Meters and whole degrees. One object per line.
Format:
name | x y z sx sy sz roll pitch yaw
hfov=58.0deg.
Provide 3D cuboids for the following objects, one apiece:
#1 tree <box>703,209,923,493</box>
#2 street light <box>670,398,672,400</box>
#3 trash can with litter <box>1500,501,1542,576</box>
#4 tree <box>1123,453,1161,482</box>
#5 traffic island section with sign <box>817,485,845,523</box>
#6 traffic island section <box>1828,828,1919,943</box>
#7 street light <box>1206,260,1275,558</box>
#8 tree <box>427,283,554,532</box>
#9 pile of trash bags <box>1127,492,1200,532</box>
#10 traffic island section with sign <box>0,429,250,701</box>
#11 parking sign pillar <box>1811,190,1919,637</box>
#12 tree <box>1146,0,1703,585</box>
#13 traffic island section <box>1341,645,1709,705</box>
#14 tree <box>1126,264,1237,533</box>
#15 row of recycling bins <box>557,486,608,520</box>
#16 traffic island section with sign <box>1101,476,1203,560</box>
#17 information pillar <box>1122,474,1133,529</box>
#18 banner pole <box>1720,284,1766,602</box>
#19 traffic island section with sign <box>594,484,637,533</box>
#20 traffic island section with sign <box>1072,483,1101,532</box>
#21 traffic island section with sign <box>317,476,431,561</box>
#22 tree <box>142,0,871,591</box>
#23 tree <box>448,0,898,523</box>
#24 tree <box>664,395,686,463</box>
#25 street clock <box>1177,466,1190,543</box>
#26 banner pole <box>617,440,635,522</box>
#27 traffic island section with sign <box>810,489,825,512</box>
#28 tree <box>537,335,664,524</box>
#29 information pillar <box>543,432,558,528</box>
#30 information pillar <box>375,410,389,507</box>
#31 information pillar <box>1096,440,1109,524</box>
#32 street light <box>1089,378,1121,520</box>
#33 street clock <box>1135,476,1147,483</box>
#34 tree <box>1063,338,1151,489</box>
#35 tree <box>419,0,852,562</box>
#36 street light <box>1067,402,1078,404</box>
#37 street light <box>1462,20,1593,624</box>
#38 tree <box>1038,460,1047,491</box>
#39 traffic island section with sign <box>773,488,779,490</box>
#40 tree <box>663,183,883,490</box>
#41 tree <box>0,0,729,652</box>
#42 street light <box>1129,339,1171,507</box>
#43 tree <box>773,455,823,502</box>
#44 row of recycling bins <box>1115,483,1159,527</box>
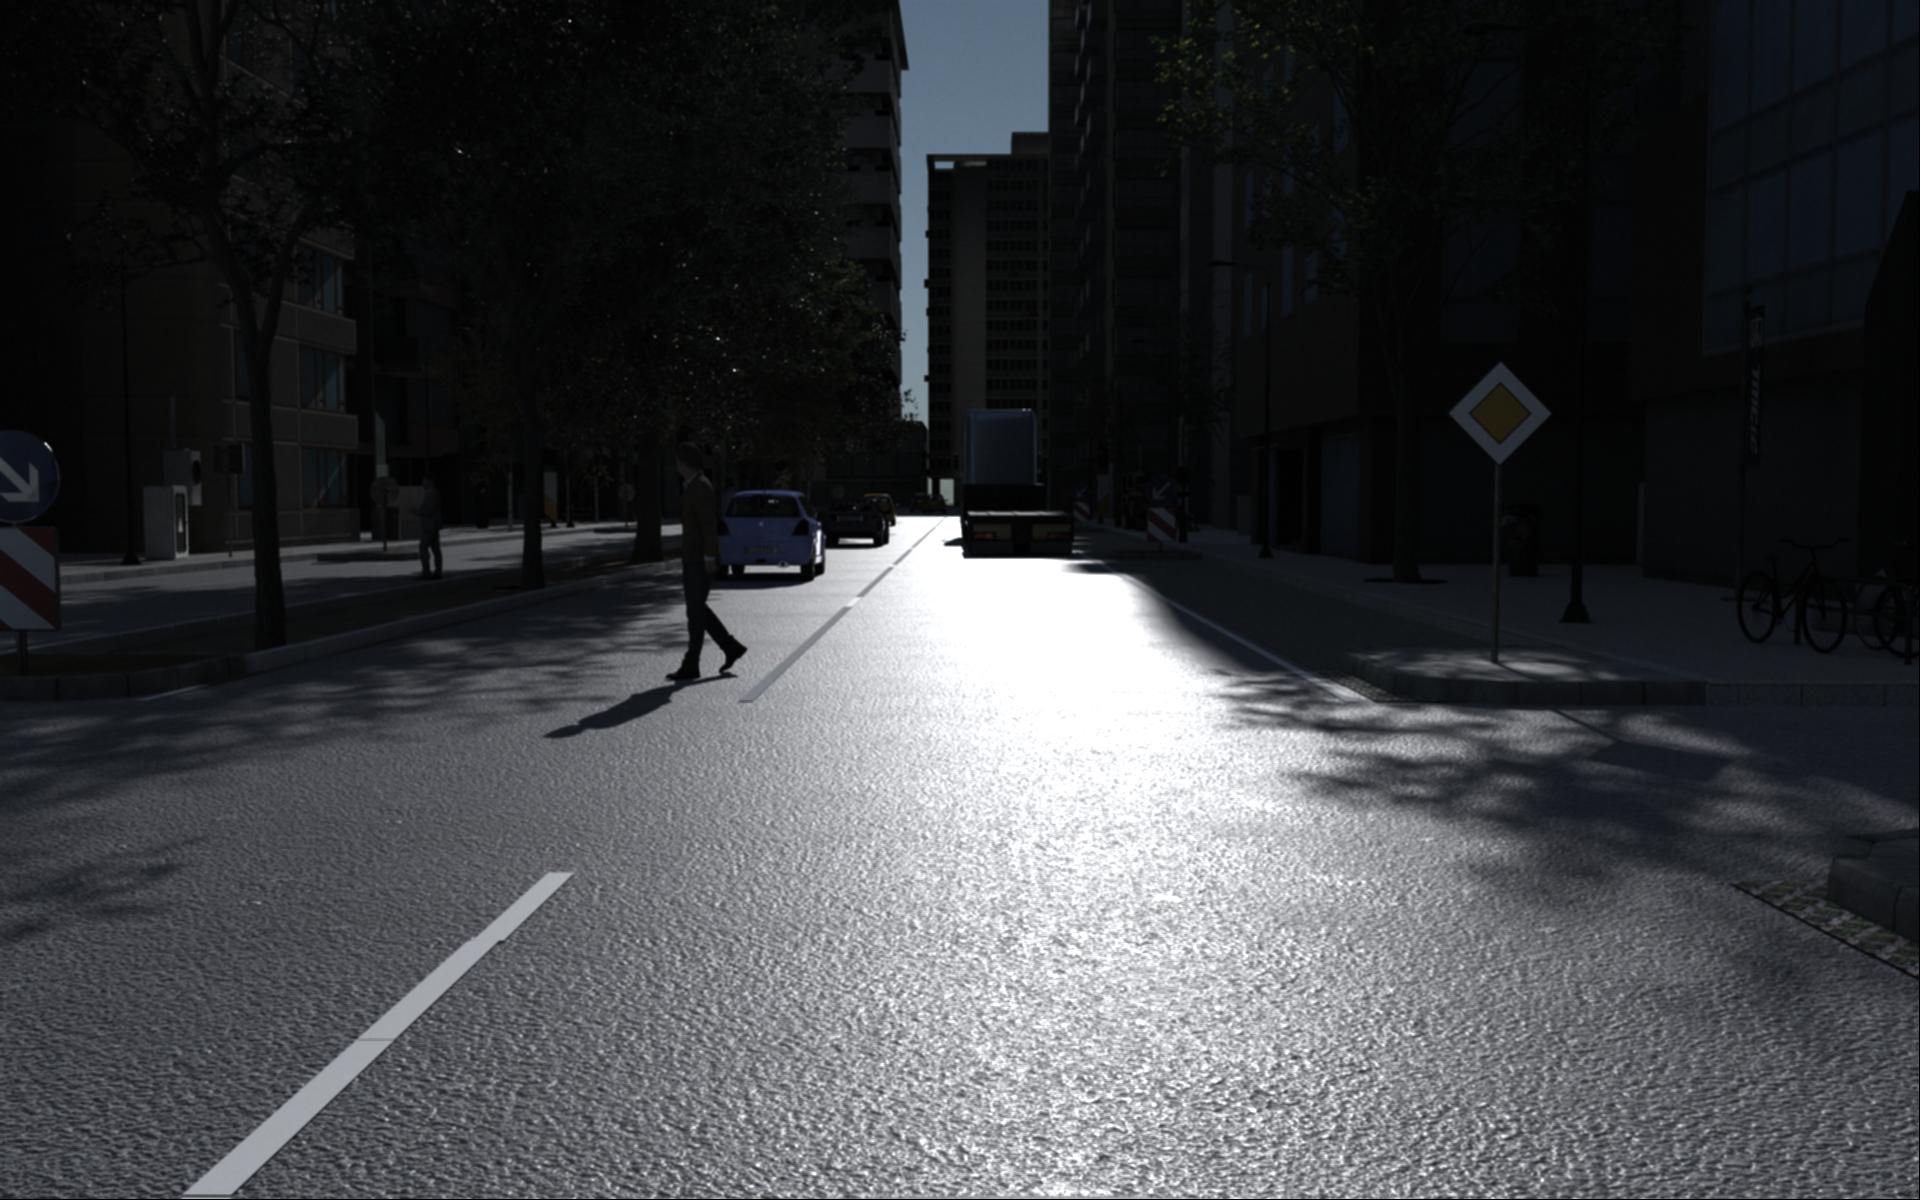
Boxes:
tree | -6.321 -8.992 66.485 9.611 12.733 9.660 0 3 0
street light | -14.159 -6.787 83.503 1.470 5.913 1.316 0 4 0
trash can with litter | 8.827 -0.968 27.221 0.624 1.170 1.055 1 4 21
tree | 7.854 -4.893 74.596 1.663 3.219 1.824 0 3 0
traffic island section with sign | -6.241 -4.888 88.053 2.006 1.907 1.989 0 4 0
traffic island section | 4.037 1.044 5.204 2.009 0.180 2.903 0 4 0
street light | 5.591 -3.794 34.566 1.470 5.913 1.316 0 4 0
tree | -15.426 -6.607 58.390 4.737 8.622 4.395 0 3 0
pile of trash bags | 6.777 -3.069 59.931 1.912 1.369 3.447 -2 4 -25
traffic island section with sign | -6.697 -0.292 12.916 2.006 1.907 1.989 0 4 0
parking sign pillar | 8.756 -1.688 16.068 1.447 3.967 1.447 1 4 14
tree | 6.306 -6.059 24.823 9.928 11.665 9.643 0 3 0
traffic island section | 4.087 0.556 13.189 2.009 0.180 2.903 0 4 0
tree | 7.577 -6.468 56.110 4.360 8.622 3.978 0 3 0
row of recycling bins | -18.820 -4.829 86.060 3.534 1.692 1.069 3 4 37
traffic island section with sign | 4.255 -1.813 38.269 1.989 1.847 2.006 0 4 0
information pillar | 6.196 -3.643 64.055 0.304 2.012 0.304 -2 4 -35
banner pole | 9.348 -1.865 20.516 0.401 3.779 0.863 0 4 6
traffic island section with sign | -12.560 -3.448 64.995 1.989 1.847 2.006 0 4 0
traffic island section with sign | 4.417 -3.461 65.223 1.989 1.847 2.006 0 4 0
traffic island section with sign | -12.731 -1.790 37.902 1.989 1.847 2.006 0 4 0
tree | -6.357 -6.884 25.374 12.009 13.543 11.850 0 3 0
tree | -7.762 -11.569 47.505 12.611 20.169 13.585 0 3 0
tree | -15.733 -8.371 87.226 4.360 8.622 3.978 0 3 0
street clock | 5.870 -2.504 45.505 0.358 2.002 0.471 1 4 23
banner pole | -15.500 -5.520 80.267 0.863 3.779 0.401 0 4 -3
traffic island section with sign | -12.072 -8.175 142.295 1.989 1.847 2.006 0 4 0
tree | -16.012 -7.636 75.211 4.360 8.622 3.978 0 3 0
information pillar | -15.428 -4.522 65.289 0.504 3.616 0.183 -1 4 -14
information pillar | -16.118 -3.484 48.311 0.504 3.616 0.183 3 5 39
information pillar | 6.133 -5.084 74.484 0.504 3.616 0.183 0 3 0
street light | 5.855 -5.921 69.355 1.470 5.913 1.316 0 4 0
street clock | 7.234 -3.958 69.276 0.358 2.002 0.471 3 5 41
tree | 6.966 -8.104 82.858 4.737 8.622 4.395 0 3 0
tree | -6.630 -7.784 36.374 9.857 13.997 8.962 0 3 0
street light | 6.032 -7.005 87.078 1.470 5.913 1.316 0 4 0
street light | 5.625 -2.730 17.170 1.470 5.913 1.316 0 4 0
tree | 7.883 -11.144 165.923 4.285 4.588 4.351 0 3 0
traffic island section with sign | -12.243 -6.527 115.341 1.989 1.847 2.006 0 4 0
tree | -6.488 -8.396 57.858 7.486 12.596 7.792 0 3 0
tree | -6.159 -4.814 15.575 8.767 10.594 7.601 0 4 0
street light | 5.749 -4.857 51.960 1.470 5.913 1.316 0 4 0
tree | -6.567 -7.472 74.993 4.360 8.622 3.978 0 3 0
row of recycling bins | 6.798 -3.619 66.288 1.069 1.692 3.534 -1 4 -11
